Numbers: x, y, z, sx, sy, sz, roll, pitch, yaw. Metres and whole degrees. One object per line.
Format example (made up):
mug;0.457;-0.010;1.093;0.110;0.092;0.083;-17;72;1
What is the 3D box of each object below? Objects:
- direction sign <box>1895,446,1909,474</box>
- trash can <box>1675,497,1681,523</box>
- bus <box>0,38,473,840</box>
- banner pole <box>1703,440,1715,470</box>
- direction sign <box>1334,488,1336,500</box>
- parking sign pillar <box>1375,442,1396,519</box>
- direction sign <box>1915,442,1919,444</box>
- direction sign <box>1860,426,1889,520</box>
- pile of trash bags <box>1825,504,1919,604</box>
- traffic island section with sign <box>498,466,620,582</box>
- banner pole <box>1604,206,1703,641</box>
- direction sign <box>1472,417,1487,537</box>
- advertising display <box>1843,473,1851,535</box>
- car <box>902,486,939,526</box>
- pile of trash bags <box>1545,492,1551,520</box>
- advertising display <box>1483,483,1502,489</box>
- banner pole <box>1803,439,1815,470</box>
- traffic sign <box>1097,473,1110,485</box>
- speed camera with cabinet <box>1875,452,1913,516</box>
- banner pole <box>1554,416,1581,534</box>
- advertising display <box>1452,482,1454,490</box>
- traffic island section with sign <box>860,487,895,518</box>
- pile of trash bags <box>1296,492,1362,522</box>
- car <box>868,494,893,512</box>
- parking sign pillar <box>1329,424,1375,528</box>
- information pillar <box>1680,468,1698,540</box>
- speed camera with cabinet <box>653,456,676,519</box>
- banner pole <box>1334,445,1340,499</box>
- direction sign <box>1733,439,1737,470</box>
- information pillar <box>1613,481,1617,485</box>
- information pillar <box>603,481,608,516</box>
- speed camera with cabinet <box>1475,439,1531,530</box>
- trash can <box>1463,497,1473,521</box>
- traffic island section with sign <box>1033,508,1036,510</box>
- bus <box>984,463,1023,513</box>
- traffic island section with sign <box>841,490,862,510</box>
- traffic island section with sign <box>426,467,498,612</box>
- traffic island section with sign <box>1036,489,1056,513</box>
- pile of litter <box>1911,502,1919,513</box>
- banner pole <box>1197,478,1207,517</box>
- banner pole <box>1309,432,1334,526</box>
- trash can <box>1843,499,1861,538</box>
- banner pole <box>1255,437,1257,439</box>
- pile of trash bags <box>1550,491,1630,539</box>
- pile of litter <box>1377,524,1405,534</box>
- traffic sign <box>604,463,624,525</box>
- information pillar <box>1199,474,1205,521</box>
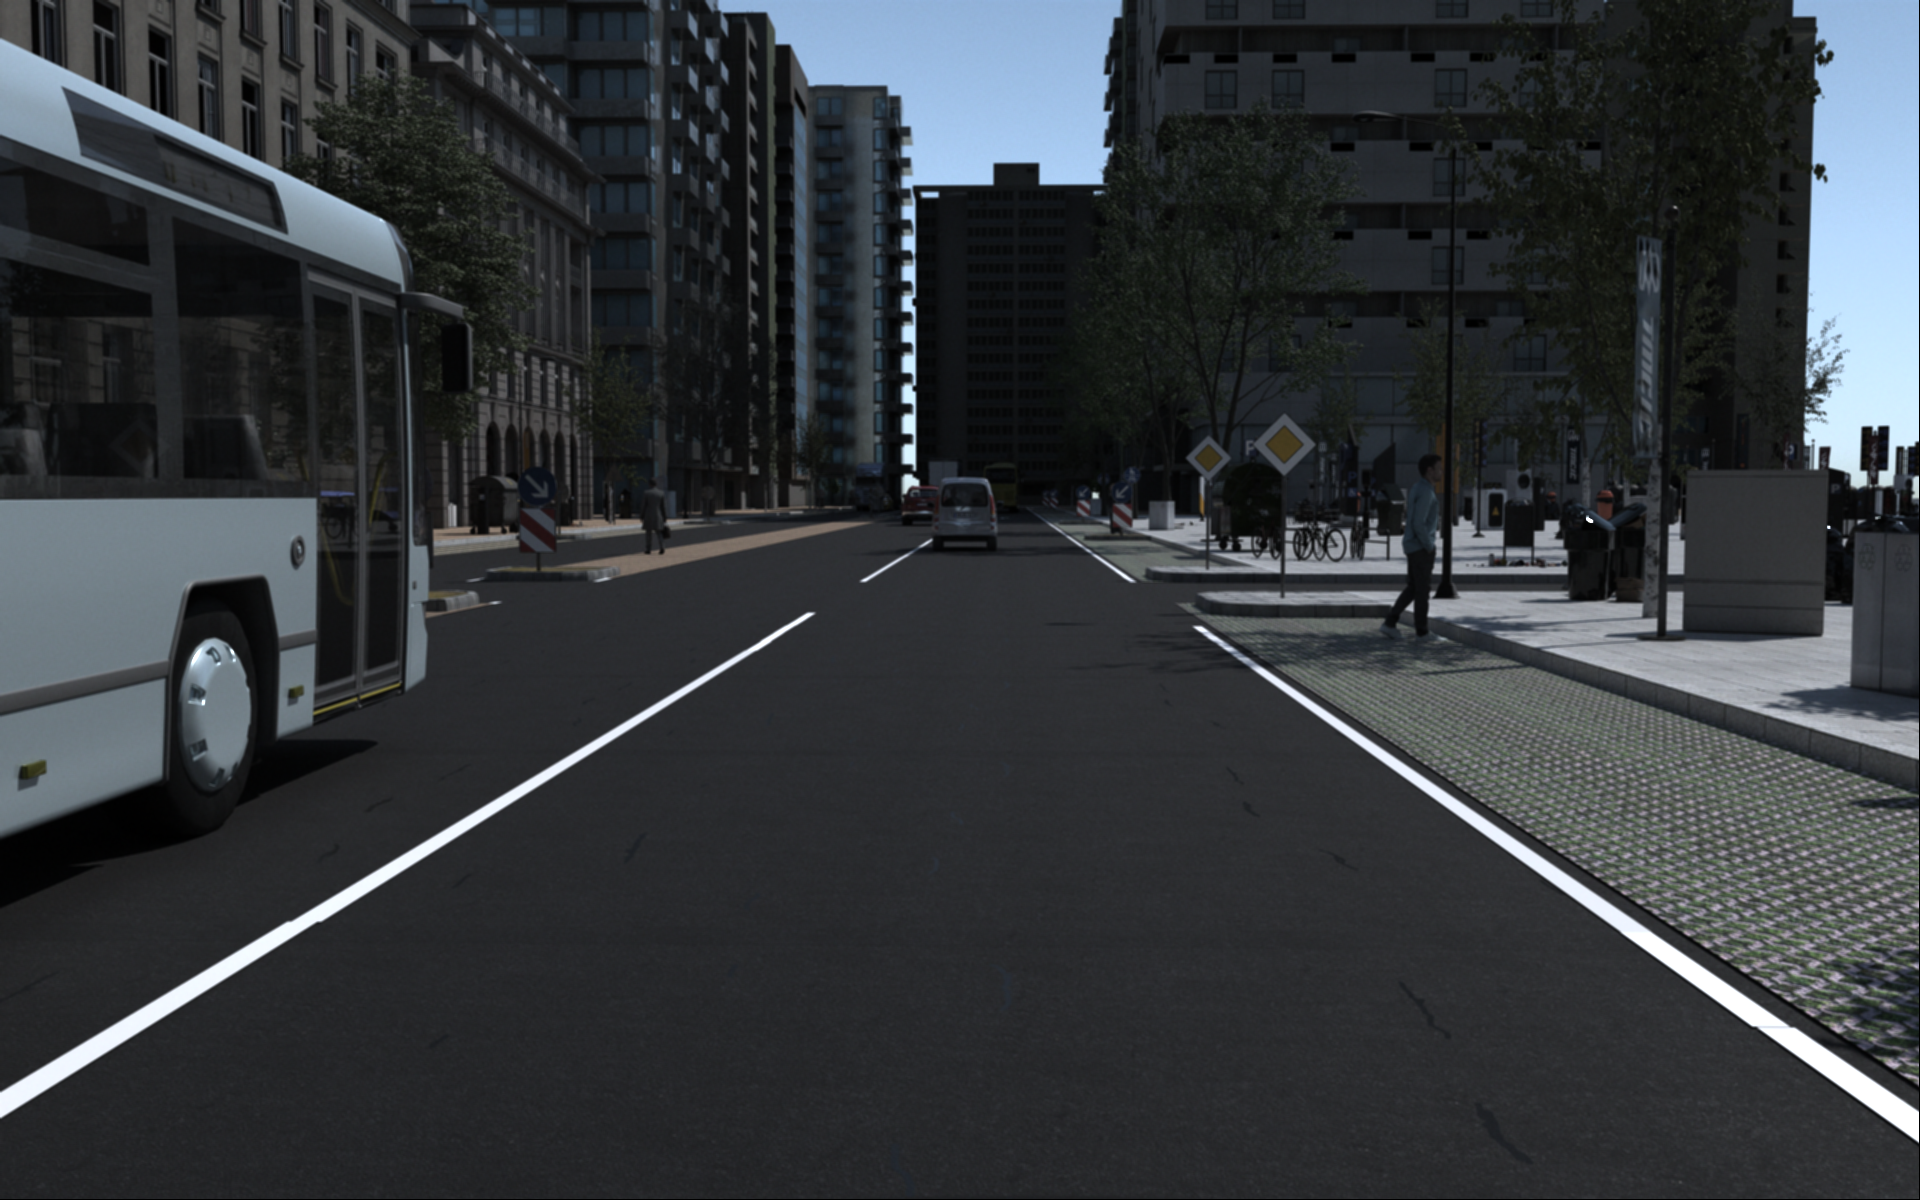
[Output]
direction sign;44.916;-5.526;82.339;0.876;3.537;0.379;0;4;3
trash can;31.916;-4.037;77.652;0.748;1.137;0.748;0;3;0
bus;-4.357;-0.585;4.417;2.948;3.499;13.247;0;3;0
banner pole;34.455;-5.491;79.799;0.401;3.779;0.863;-2;4;-30
direction sign;20.081;-6.160;92.720;0.379;3.537;0.876;0;4;4
parking sign pillar;21.962;-6.207;89.960;1.447;3.967;1.447;-2;4;-28
direction sign;41.518;-5.056;74.655;0.379;3.537;0.876;-1;4;-22
direction sign;30.521;-4.028;57.852;0.379;3.537;0.876;-3;4;-39
pile of trash bags;11.877;-0.669;20.698;3.447;1.369;1.912;0;4;3
traffic island section with sign;-6.974;-1.295;29.304;2.006;1.907;1.989;0;4;2
banner pole;6.016;-1.528;15.006;0.863;3.779;0.401;-3;5;-42
direction sign;15.444;-3.638;51.483;0.379;3.537;0.876;3;5;41
advertising display;26.612;-2.915;52.869;0.974;1.923;0.123;2;4;26
car;-1.583;-4.377;80.241;2.281;1.827;5.304;0;4;2
pile of trash bags;29.436;-4.631;85.461;1.912;1.369;3.447;0;4;7
advertising display;29.754;-5.603;96.827;0.974;1.923;0.123;2;4;23
banner pole;38.737;-5.446;79.060;0.863;3.779;0.401;-2;4;-25
traffic sign;8.581;-6.327;103.547;0.768;2.556;0.104;1;4;9
speed camera with cabinet;43.186;-5.241;80.033;2.038;3.252;0.660;-2;4;-31
banner pole;19.580;-4.019;55.733;0.863;3.779;0.401;-1;4;-10
advertising display;25.699;-5.222;90.588;0.123;1.923;0.974;1;4;21
traffic island section with sign;-4.948;-5.889;104.416;2.006;1.907;1.989;0;4;2
pile of trash bags;17.258;-4.325;80.460;1.912;1.369;3.447;-3;4;-36
car;-6.470;-8.066;142.107;2.015;1.641;3.980;0;4;3
parking sign pillar;14.760;-4.725;65.729;1.447;3.967;1.447;0;4;1
information pillar;20.370;-2.686;48.402;0.304;2.012;0.304;-2;4;-30
speed camera with cabinet;-15.399;-5.865;90.233;0.660;3.252;2.038;1;4;9
banner pole;19.197;-6.023;88.499;0.401;3.779;0.863;-2;4;-28
direction sign;32.277;-4.905;72.197;0.379;3.537;0.876;1;4;19
information pillar;36.109;-5.582;95.749;0.304;2.012;0.304;3;4;38
information pillar;-20.197;-5.784;99.054;0.304;2.012;0.304;-3;5;-43
speed camera with cabinet;19.310;-4.110;61.535;2.038;3.252;0.660;-2;4;-24
trash can;24.650;-4.398;83.567;0.748;1.137;0.748;0;3;0
traffic island section with sign;7.703;-9.136;158.004;1.989;1.847;2.006;0;4;2
bus;3.349;-8.750;134.611;2.896;3.916;12.252;0;4;3
traffic island section with sign;-9.840;-9.210;159.204;1.989;1.847;2.006;0;4;2
traffic island section with sign;-7.184;-0.842;21.900;2.006;1.907;1.989;0;4;2
traffic island section with sign;6.978;-7.488;131.059;1.989;1.847;2.006;0;4;2
pile of litter;52.143;-4.908;94.217;1.176;0.858;1.719;1;4;11
banner pole;13.686;-6.564;97.335;0.863;3.779;0.401;-2;4;-35
banner pole;14.508;-4.888;69.944;0.863;3.779;0.401;-2;4;-31
trash can;25.762;-2.367;50.362;0.748;1.137;0.748;0;3;0
banner pole;12.888;-5.254;75.917;0.401;3.779;0.863;-1;4;-8
pile of trash bags;17.789;-2.360;48.333;1.912;1.369;3.447;1;4;11
pile of litter;14.023;-2.544;55.552;1.719;0.858;1.176;-3;4;-39
traffic sign;-14.413;-4.413;72.156;0.884;2.594;0.081;0;4;3
information pillar;11.405;-5.522;81.643;0.183;3.616;0.504;2;4;26
